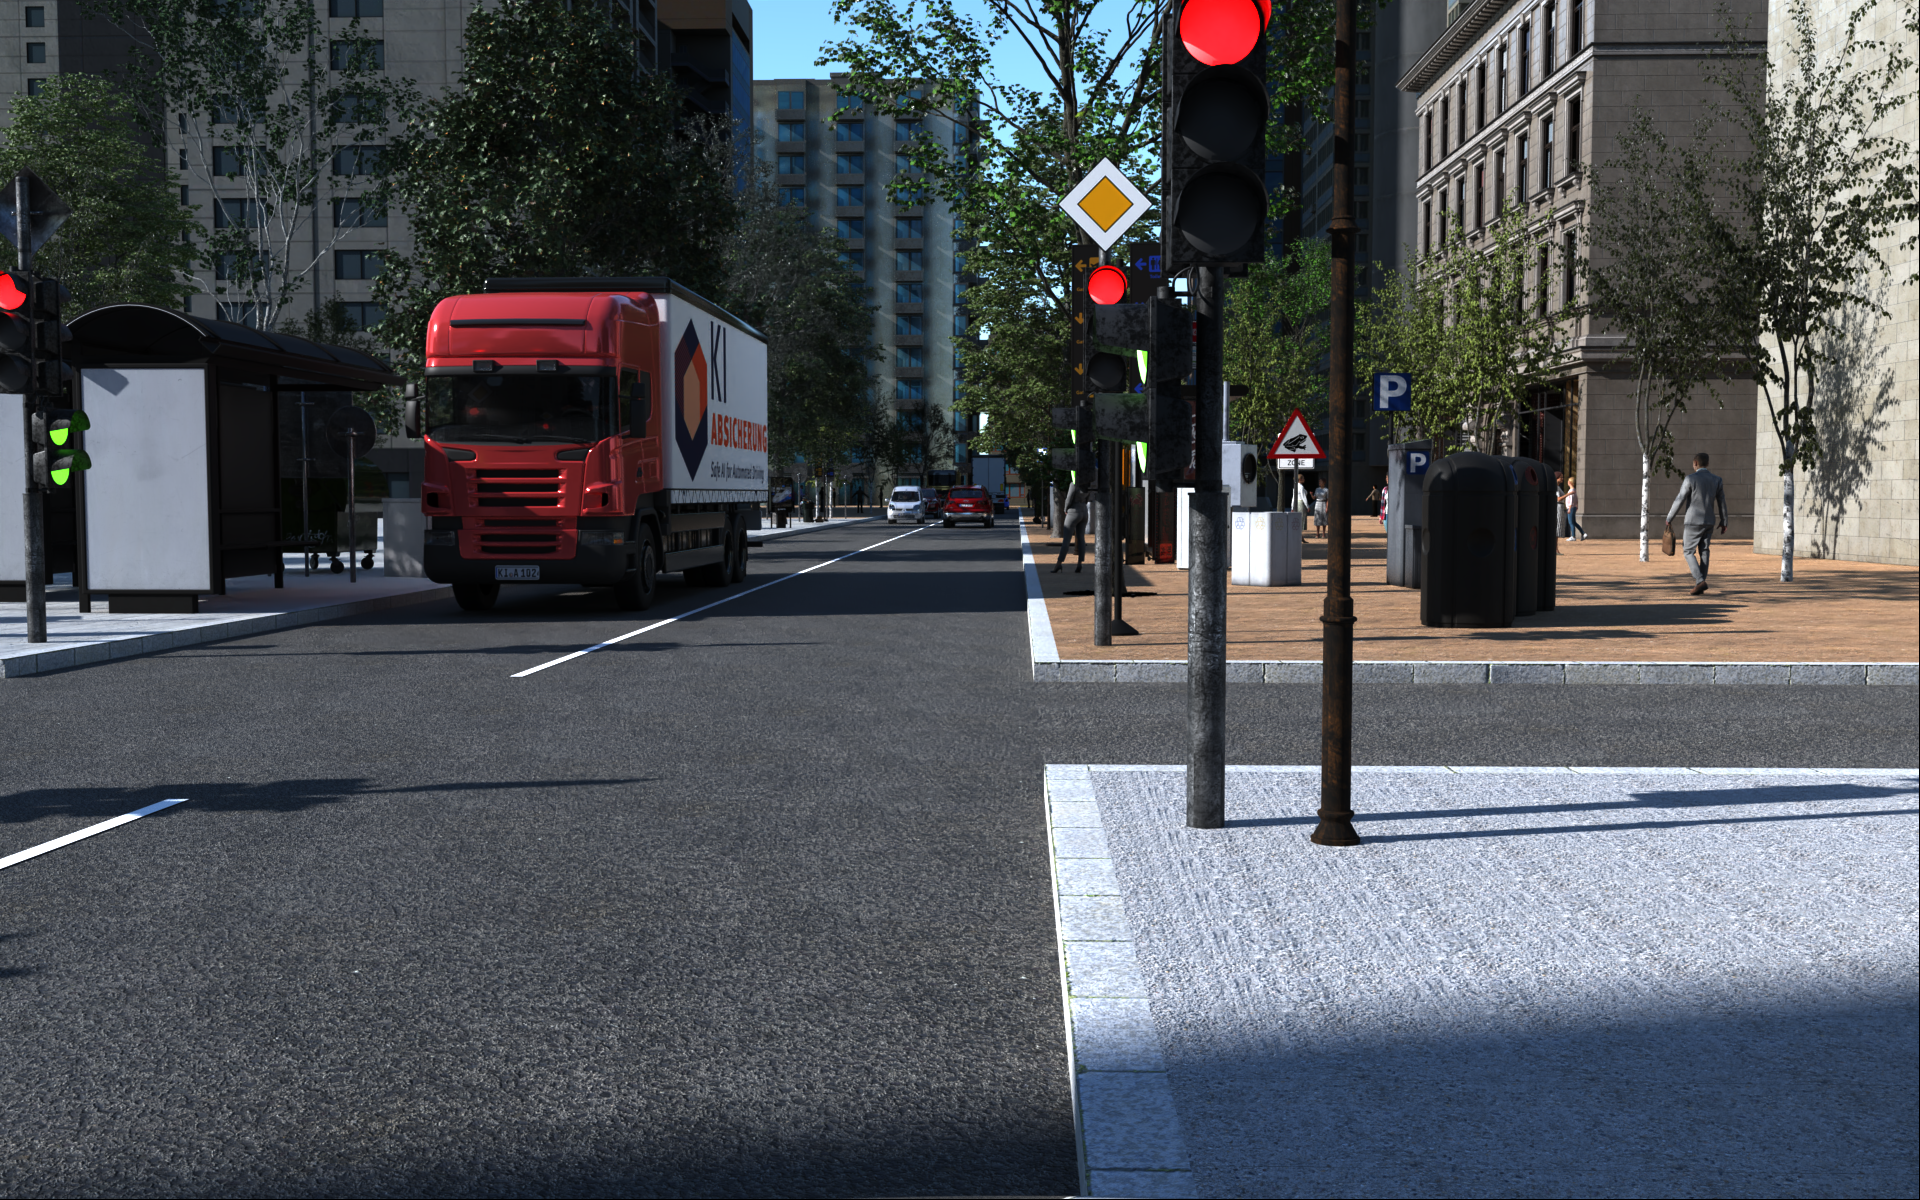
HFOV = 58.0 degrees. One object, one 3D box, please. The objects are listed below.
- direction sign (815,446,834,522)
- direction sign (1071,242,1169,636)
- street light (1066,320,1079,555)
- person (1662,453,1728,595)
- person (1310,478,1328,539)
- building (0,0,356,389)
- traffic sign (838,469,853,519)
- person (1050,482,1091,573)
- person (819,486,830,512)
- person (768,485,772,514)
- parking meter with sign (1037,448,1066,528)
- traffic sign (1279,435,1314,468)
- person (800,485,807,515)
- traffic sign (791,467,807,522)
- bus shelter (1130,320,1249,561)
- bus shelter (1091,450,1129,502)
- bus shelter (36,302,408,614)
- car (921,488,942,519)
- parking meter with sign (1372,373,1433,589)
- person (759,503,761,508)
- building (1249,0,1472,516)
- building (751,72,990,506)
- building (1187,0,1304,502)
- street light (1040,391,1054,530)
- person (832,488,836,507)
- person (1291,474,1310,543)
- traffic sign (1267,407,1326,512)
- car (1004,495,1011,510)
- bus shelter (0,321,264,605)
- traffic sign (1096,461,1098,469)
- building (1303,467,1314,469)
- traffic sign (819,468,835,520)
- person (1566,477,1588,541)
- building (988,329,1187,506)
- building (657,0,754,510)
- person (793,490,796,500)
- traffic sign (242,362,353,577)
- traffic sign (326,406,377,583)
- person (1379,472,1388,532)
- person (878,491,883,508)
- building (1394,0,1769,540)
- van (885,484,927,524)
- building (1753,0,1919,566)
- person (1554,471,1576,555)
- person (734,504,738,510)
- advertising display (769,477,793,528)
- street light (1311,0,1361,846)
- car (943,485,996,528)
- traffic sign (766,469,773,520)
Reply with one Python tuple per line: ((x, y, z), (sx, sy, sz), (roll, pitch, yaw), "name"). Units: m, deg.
((-6.323, -5.431, 80.793), (0.876, 3.537, 0.379), (0, 4, -6), "direction sign")
((1.445, -1.452, 15.738), (0.876, 3.537, 0.379), (1, 4, 12), "direction sign")
((2.464, -3.879, 36.209), (0.468, 5.910, 1.993), (0, 4, 2), "street light")
((9.471, -0.984, 22.253), (0.709, 1.813, 0.853), (-1, 4, -10), "person")
((10.355, -2.645, 49.851), (0.480, 1.755, 0.524), (2, 4, 30), "person")
((-64.489, -43.065, 142.368), (20.611, 71.187, 20.563), (0, 4, 2), "building")
((-5.915, -5.469, 89.522), (0.768, 2.556, 0.104), (0, 4, 7), "traffic sign")
((1.810, -1.339, 28.216), (0.573, 1.790, 0.520), (2, 4, 29), "person")
((-9.679, -7.106, 122.238), (0.705, 1.822, 1.348), (-3, 5, -44), "person")
((-12.048, -6.368, 109.794), (1.348, 1.869, 0.705), (2, 4, 26), "person")
((3.735, -4.262, 65.943), (1.738, 3.016, 0.543), (-3, 5, -42), "parking meter with sign")
((5.647, -1.652, 29.143), (0.606, 2.300, 0.079), (0, 4, 6), "traffic sign")
((-9.737, -6.207, 107.390), (0.599, 1.838, 0.709), (-1, 4, -14), "person")
((-7.443, -4.899, 80.205), (0.768, 2.556, 0.104), (1, 4, 10), "traffic sign")
((4.653, -3.662, 37.502), (2.179, 5.291, 8.768), (0, 4, 2), "bus shelter")
((6.424, -4.858, 73.356), (2.014, 3.302, 5.546), (0, 4, 2), "bus shelter")
((-8.661, -1.659, 21.053), (2.014, 3.302, 5.546), (0, 4, 2), "bus shelter")
((-2.179, -5.732, 102.386), (2.281, 1.827, 5.304), (0, 4, 2), "car")
((6.253, -1.706, 24.150), (0.543, 3.016, 1.738), (0, 4, -3), "parking meter with sign")
((-18.887, -9.582, 162.716), (0.705, 1.822, 1.348), (1, 4, 17), "person")
((35.036, -25.562, 109.815), (32.217, 40.220, 23.993), (0, 4, 2), "building")
((-11.756, -35.474, 199.615), (30.456, 49.044, 23.786), (0, 4, 2), "building")
((26.497, -30.177, 143.501), (14.600, 45.320, 14.200), (0, 4, 2), "building")
((3.202, -5.476, 62.316), (0.468, 5.910, 1.993), (0, 4, 2), "street light")
((-12.177, -9.867, 167.006), (0.705, 1.869, 1.348), (1, 4, 11), "person")
((8.819, -2.382, 45.212), (0.641, 1.798, 0.478), (0, 4, -5), "person")
((5.055, -1.594, 26.065), (0.884, 2.594, 0.081), (0, 4, 8), "traffic sign")
((3.582, -8.944, 155.832), (1.945, 1.707, 3.694), (0, 4, 2), "car")
((-11.522, -1.780, 23.031), (2.014, 3.302, 5.546), (0, 4, 2), "bus shelter")
((4.838, -3.748, 61.392), (0.768, 2.556, 0.104), (0, 4, 5), "traffic sign")
((42.760, -46.281, 194.948), (20.611, 71.187, 20.563), (0, 4, 2), "building")
((-6.324, -5.024, 82.247), (0.768, 2.556, 0.104), (0, 4, 2), "traffic sign")
((16.866, -2.486, 47.355), (0.598, 1.740, 0.731), (1, 4, 15), "person")
((17.961, -21.781, 201.158), (28.899, 21.520, 27.650), (0, 4, 2), "building")
((-25.369, -30.286, 145.294), (14.200, 45.320, 14.600), (0, 4, 2), "building")
((-14.612, -8.895, 152.020), (0.434, 1.755, 0.990), (0, 4, -7), "person")
((-10.443, -2.016, 26.829), (2.265, 3.308, 0.079), (1, 4, 11), "traffic sign")
((-8.807, -1.526, 25.060), (0.768, 2.556, 0.104), (0, 4, 7), "traffic sign")
((8.319, -1.608, 33.176), (0.643, 1.720, 0.563), (-3, 5, -41), "person")
((-7.382, -9.499, 161.482), (0.705, 1.807, 1.348), (-1, 4, -18), "person")
((22.624, -13.273, 67.918), (10.553, 20.767, 40.483), (0, 4, 2), "building")
((-2.585, -4.700, 83.854), (2.013, 2.044, 4.112), (0, 4, 2), "van")
((25.405, -10.804, 31.395), (16.860, 20.320, 10.420), (0, 4, 2), "building")
((12.635, -1.819, 36.361), (0.524, 1.755, 0.480), (1, 4, 17), "person")
((-16.348, -7.336, 125.956), (0.705, 1.831, 1.348), (-1, 4, -14), "person")
((-6.729, -3.662, 65.094), (0.974, 1.923, 0.123), (-3, 4, -39), "advertising display")
((1.385, -2.044, 6.214), (0.468, 5.910, 1.993), (0, 4, 2), "street light")
((0.396, -4.017, 74.344), (2.281, 1.827, 5.304), (0, 4, 3), "car")
((-9.700, -5.318, 87.061), (0.768, 2.556, 0.104), (0, 4, 7), "traffic sign")
